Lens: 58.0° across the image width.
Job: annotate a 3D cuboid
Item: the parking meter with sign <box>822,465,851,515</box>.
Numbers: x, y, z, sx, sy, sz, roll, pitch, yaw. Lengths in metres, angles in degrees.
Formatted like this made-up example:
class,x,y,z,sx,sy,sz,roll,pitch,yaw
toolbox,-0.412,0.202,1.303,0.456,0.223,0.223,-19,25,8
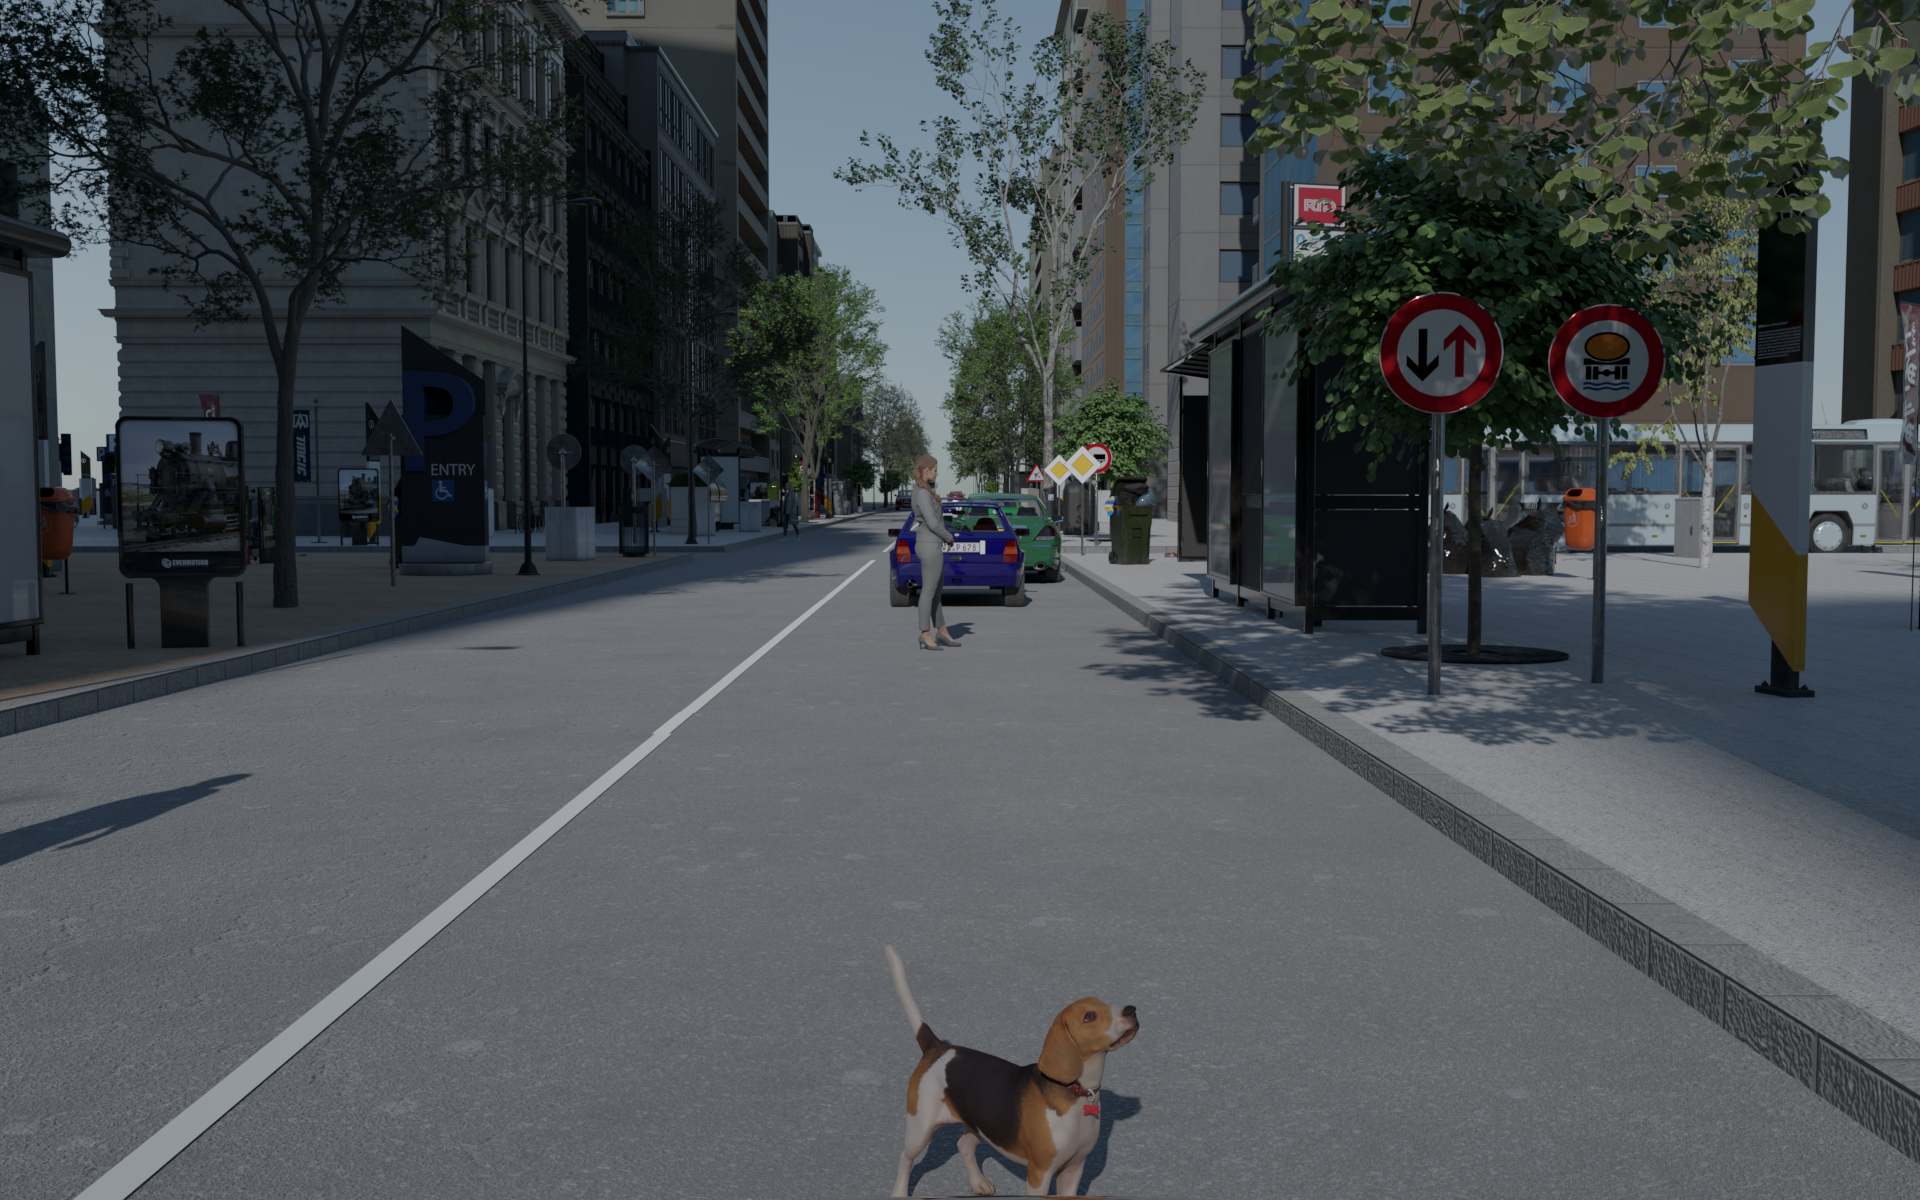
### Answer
class,x,y,z,sx,sy,sz,roll,pitch,yaw
parking meter with sign,-7.457,-6.652,105.015,1.738,3.016,0.543,2,4,27

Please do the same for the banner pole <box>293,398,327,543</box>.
class,x,y,z,sx,sy,sz,roll,pitch,yaw
banner pole,-17.047,-3.381,45.295,0.863,3.779,0.401,-1,4,-16

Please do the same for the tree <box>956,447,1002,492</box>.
class,x,y,z,sx,sy,sz,roll,pitch,yaw
tree,3.047,-17.429,219.369,7.601,10.594,8.767,3,4,39

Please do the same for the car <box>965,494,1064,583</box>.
class,x,y,z,sx,sy,sz,roll,pitch,yaw
car,0.727,-1.078,29.429,2.131,1.459,4.920,0,4,0

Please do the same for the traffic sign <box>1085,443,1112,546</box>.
class,x,y,z,sx,sy,sz,roll,pitch,yaw
traffic sign,3.382,-2.618,42.913,0.768,2.556,0.104,0,4,4

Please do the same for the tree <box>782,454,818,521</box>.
class,x,y,z,sx,sy,sz,roll,pitch,yaw
tree,-7.904,-5.414,83.118,1.663,3.219,1.824,0,3,0

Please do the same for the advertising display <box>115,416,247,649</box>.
class,x,y,z,sx,sy,sz,roll,pitch,yaw
advertising display,-6.473,-0.564,14.429,0.974,1.923,0.123,-1,4,-15

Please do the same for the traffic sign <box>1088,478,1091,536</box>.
class,x,y,z,sx,sy,sz,roll,pitch,yaw
traffic sign,3.992,-3.247,53.190,0.768,2.556,0.104,1,4,9

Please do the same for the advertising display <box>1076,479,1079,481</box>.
class,x,y,z,sx,sy,sz,roll,pitch,yaw
advertising display,5.108,-4.214,74.107,0.123,1.923,0.974,1,4,15

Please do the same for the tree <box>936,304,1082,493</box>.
class,x,y,z,sx,sy,sz,roll,pitch,yaw
tree,2.832,-11.480,104.708,9.611,12.733,9.660,0,3,0

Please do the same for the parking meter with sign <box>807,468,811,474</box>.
class,x,y,z,sx,sy,sz,roll,pitch,yaw
parking meter with sign,-9.561,-7.422,117.616,1.738,3.016,0.543,-3,5,-43

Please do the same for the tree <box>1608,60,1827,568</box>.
class,x,y,z,sx,sy,sz,roll,pitch,yaw
tree,12.876,-4.873,30.034,4.737,8.622,4.395,0,3,0

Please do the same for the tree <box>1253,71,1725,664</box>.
class,x,y,z,sx,sy,sz,roll,pitch,yaw
tree,4.042,-1.833,13.681,4.285,4.588,4.351,0,3,0

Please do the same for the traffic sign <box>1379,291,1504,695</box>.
class,x,y,z,sx,sy,sz,roll,pitch,yaw
traffic sign,3.033,-0.667,11.004,0.768,2.556,0.104,0,4,6

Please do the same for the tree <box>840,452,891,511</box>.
class,x,y,z,sx,sy,sz,roll,pitch,yaw
tree,-7.682,-9.240,134.782,4.285,4.588,4.351,0,3,0

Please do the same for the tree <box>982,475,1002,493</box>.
class,x,y,z,sx,sy,sz,roll,pitch,yaw
tree,3.739,-12.967,206.603,1.663,3.219,1.824,0,3,0

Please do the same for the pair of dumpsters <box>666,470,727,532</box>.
class,x,y,z,sx,sy,sz,roll,pitch,yaw
pair of dumpsters,-8.826,-3.398,58.047,1.574,2.255,4.437,0,4,0

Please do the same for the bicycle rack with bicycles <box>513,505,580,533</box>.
class,x,y,z,sx,sy,sz,roll,pitch,yaw
bicycle rack with bicycles,-13.690,-2.684,57.264,2.852,0.926,2.925,1,4,10

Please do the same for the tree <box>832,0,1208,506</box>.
class,x,y,z,sx,sy,sz,roll,pitch,yaw
tree,2.042,-12.781,64.866,12.611,20.169,13.585,0,3,0

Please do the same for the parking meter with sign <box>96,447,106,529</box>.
class,x,y,z,sx,sy,sz,roll,pitch,yaw
parking meter with sign,-31.045,-4.160,64.273,0.543,3.016,1.738,2,4,28

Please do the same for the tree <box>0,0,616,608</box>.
class,x,y,z,sx,sy,sz,roll,pitch,yaw
tree,-7.671,-5.172,18.981,8.767,10.594,7.601,0,4,-1

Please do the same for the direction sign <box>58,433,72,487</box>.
class,x,y,z,sx,sy,sz,roll,pitch,yaw
direction sign,-33.583,-4.439,64.578,0.876,3.537,0.379,-2,4,-34

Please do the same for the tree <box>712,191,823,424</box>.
class,x,y,z,sx,sy,sz,roll,pitch,yaw
tree,-7.755,-7.128,50.960,8.767,10.594,7.601,1,4,15

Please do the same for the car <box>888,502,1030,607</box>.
class,x,y,z,sx,sy,sz,roll,pitch,yaw
car,-0.021,-0.655,23.290,1.945,1.354,3.894,0,4,1

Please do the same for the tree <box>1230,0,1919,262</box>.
class,x,y,z,sx,sy,sz,roll,pitch,yaw
tree,4.008,-5.313,4.992,7.486,12.596,7.792,0,3,0

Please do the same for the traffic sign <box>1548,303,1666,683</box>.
class,x,y,z,sx,sy,sz,roll,pitch,yaw
traffic sign,4.332,-0.709,11.693,0.768,2.556,0.104,0,4,5

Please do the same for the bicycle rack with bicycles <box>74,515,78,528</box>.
class,x,y,z,sx,sy,sz,roll,pitch,yaw
bicycle rack with bicycles,-32.968,-2.896,60.736,2.925,0.926,2.852,0,4,3

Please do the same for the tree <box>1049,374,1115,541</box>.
class,x,y,z,sx,sy,sz,roll,pitch,yaw
tree,4.227,-3.906,47.570,4.285,4.588,4.351,0,3,0

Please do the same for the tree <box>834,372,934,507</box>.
class,x,y,z,sx,sy,sz,roll,pitch,yaw
tree,-7.667,-16.178,174.885,12.009,13.543,11.850,0,3,0

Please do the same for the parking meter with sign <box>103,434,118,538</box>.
class,x,y,z,sx,sy,sz,roll,pitch,yaw
parking meter with sign,-24.519,-3.351,51.042,0.543,3.016,1.738,0,4,-6

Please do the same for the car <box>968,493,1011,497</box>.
class,x,y,z,sx,sy,sz,roll,pitch,yaw
car,0.864,-2.378,47.679,1.959,1.807,4.718,0,4,-1

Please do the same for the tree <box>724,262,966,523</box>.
class,x,y,z,sx,sy,sz,roll,pitch,yaw
tree,-6.742,-9.231,76.687,9.928,11.665,9.643,0,3,0

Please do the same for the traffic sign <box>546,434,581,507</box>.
class,x,y,z,sx,sy,sz,roll,pitch,yaw
traffic sign,-8.372,-2.229,36.556,0.768,2.556,0.104,1,4,9

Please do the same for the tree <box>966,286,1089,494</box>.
class,x,y,z,sx,sy,sz,roll,pitch,yaw
tree,2.765,-9.920,87.944,9.928,11.665,9.643,0,3,0

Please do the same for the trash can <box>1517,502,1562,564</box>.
class,x,y,z,sx,sy,sz,roll,pitch,yaw
trash can,10.139,-1.143,30.342,0.748,1.137,0.748,0,3,0

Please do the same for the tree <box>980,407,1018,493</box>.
class,x,y,z,sx,sy,sz,roll,pitch,yaw
tree,2.982,-11.300,135.114,4.360,8.622,3.978,0,3,0

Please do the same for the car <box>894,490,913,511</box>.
class,x,y,z,sx,sy,sz,roll,pitch,yaw
car,-4.614,-8.763,151.946,2.281,1.827,5.304,0,4,0

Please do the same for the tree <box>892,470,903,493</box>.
class,x,y,z,sx,sy,sz,roll,pitch,yaw
tree,-8.651,-14.184,215.616,4.285,4.588,4.351,0,3,0

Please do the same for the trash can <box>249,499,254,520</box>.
class,x,y,z,sx,sy,sz,roll,pitch,yaw
trash can,-19.294,-2.126,46.407,0.748,1.137,0.748,0,3,0

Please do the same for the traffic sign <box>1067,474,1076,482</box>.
class,x,y,z,sx,sy,sz,roll,pitch,yaw
traffic sign,5.189,-4.788,78.397,0.768,2.556,0.104,0,4,7

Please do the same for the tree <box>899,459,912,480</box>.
class,x,y,z,sx,sy,sz,roll,pitch,yaw
tree,-8.389,-21.073,278.961,7.601,10.594,8.767,-2,4,-35

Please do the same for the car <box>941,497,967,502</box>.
class,x,y,z,sx,sy,sz,roll,pitch,yaw
car,-0.315,-2.620,55.420,1.945,1.354,3.894,0,3,0

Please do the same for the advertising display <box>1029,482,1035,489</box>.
class,x,y,z,sx,sy,sz,roll,pitch,yaw
advertising display,3.948,-5.486,94.904,0.123,1.923,0.974,0,4,-8

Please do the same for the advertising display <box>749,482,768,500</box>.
class,x,y,z,sx,sy,sz,roll,pitch,yaw
advertising display,-10.702,-5.315,92.116,0.974,1.923,0.123,-1,4,-14

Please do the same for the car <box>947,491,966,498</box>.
class,x,y,z,sx,sy,sz,roll,pitch,yaw
car,-0.470,-12.093,206.389,2.281,1.827,5.304,0,3,0

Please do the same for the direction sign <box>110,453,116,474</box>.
class,x,y,z,sx,sy,sz,roll,pitch,yaw
direction sign,-33.411,-4.714,69.067,0.876,3.537,0.379,0,4,-6

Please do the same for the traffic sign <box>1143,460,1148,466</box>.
class,x,y,z,sx,sy,sz,roll,pitch,yaw
traffic sign,5.164,-3.079,50.345,0.884,2.594,0.081,0,4,2

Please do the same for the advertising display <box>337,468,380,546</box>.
class,x,y,z,sx,sy,sz,roll,pitch,yaw
advertising display,-14.958,-2.317,43.094,0.974,1.923,0.123,-1,4,-23

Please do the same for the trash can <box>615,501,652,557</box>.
class,x,y,z,sx,sy,sz,roll,pitch,yaw
trash can,-6.657,-1.449,35.347,0.748,1.137,0.748,0,3,0

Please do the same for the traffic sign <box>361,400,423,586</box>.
class,x,y,z,sx,sy,sz,roll,pitch,yaw
traffic sign,-7.874,-1.467,23.995,0.884,2.594,0.081,0,4,7

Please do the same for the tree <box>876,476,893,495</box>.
class,x,y,z,sx,sy,sz,roll,pitch,yaw
tree,-7.398,-10.490,166.119,1.663,3.219,1.824,0,3,0

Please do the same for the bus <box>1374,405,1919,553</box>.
class,x,y,z,sx,sy,sz,roll,pitch,yaw
bus,16.261,-2.710,39.174,13.247,3.499,2.948,0,4,-2
